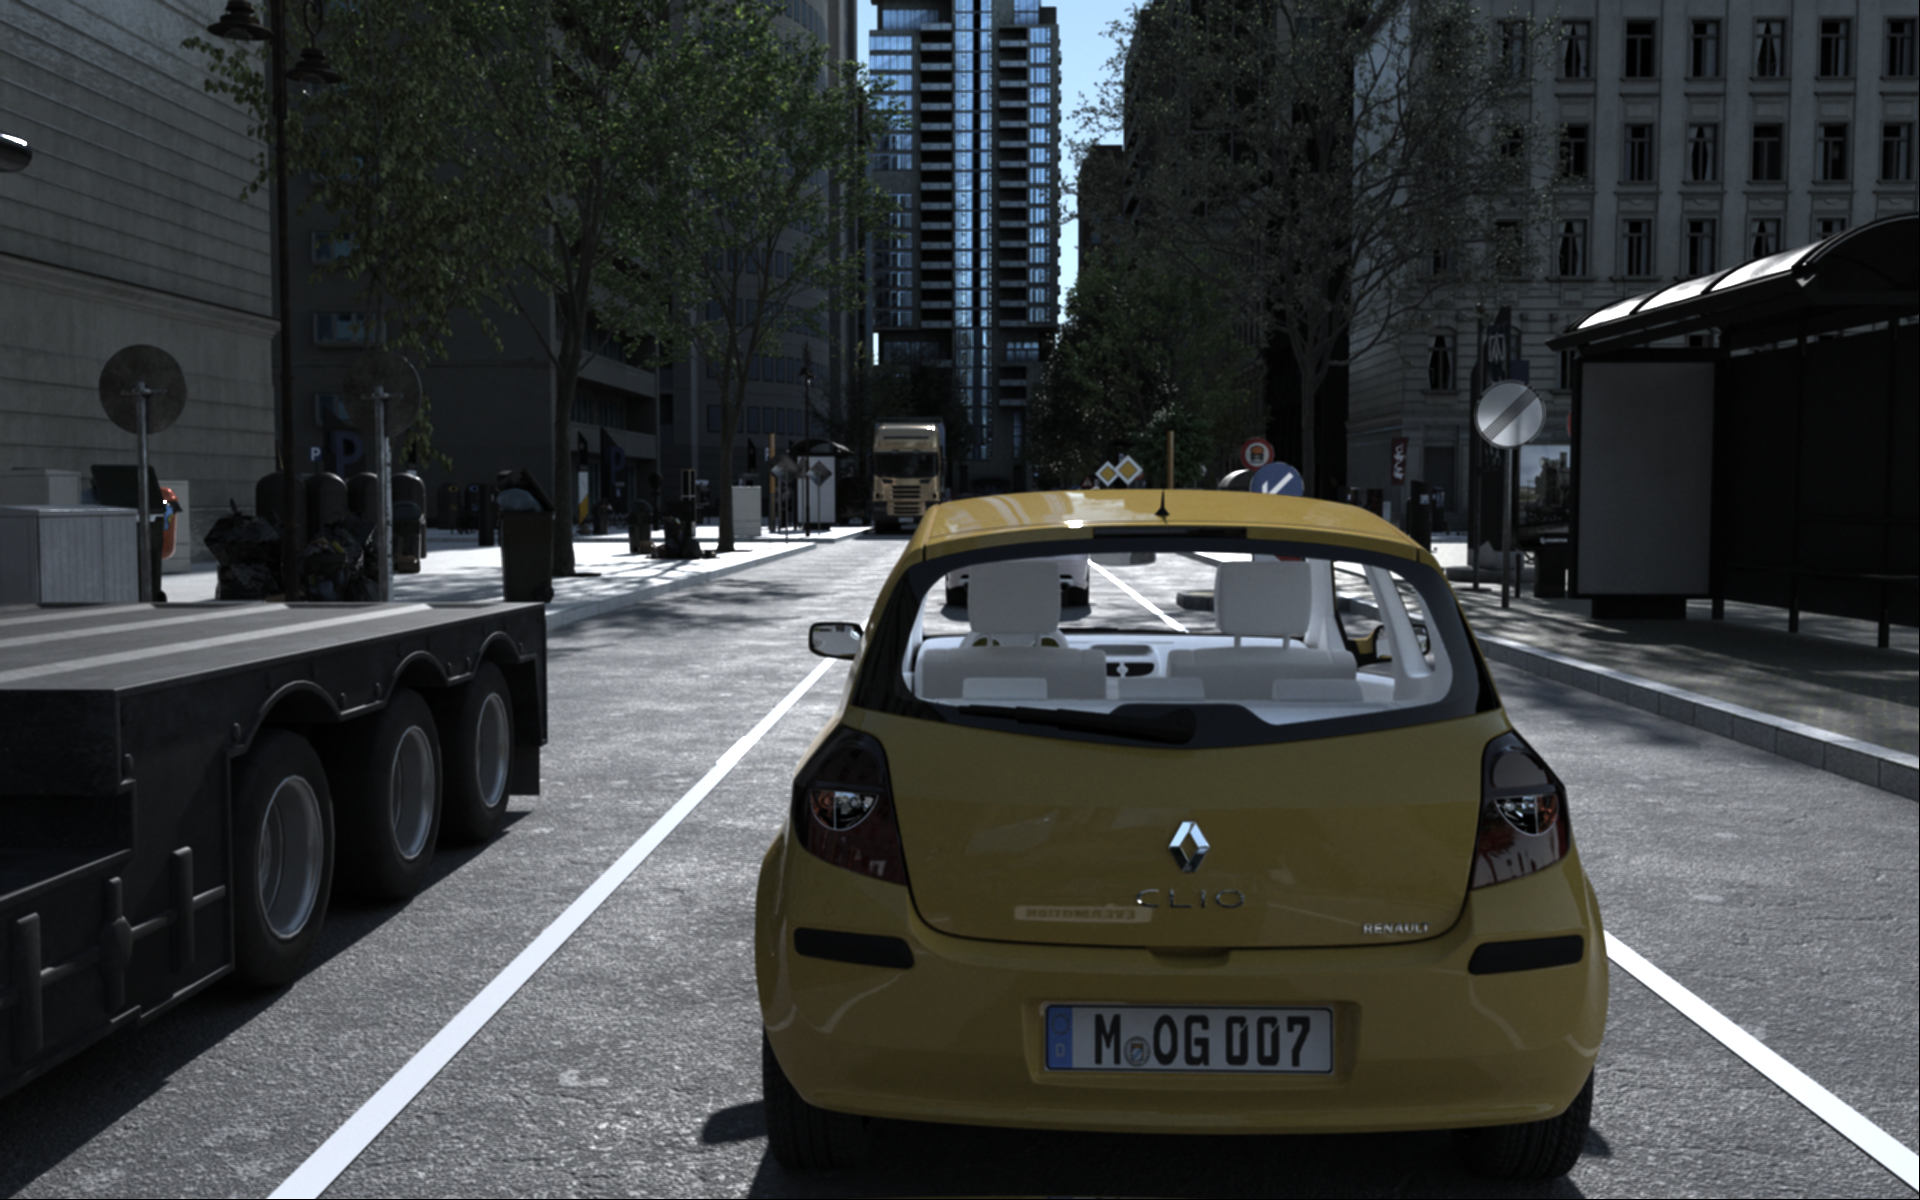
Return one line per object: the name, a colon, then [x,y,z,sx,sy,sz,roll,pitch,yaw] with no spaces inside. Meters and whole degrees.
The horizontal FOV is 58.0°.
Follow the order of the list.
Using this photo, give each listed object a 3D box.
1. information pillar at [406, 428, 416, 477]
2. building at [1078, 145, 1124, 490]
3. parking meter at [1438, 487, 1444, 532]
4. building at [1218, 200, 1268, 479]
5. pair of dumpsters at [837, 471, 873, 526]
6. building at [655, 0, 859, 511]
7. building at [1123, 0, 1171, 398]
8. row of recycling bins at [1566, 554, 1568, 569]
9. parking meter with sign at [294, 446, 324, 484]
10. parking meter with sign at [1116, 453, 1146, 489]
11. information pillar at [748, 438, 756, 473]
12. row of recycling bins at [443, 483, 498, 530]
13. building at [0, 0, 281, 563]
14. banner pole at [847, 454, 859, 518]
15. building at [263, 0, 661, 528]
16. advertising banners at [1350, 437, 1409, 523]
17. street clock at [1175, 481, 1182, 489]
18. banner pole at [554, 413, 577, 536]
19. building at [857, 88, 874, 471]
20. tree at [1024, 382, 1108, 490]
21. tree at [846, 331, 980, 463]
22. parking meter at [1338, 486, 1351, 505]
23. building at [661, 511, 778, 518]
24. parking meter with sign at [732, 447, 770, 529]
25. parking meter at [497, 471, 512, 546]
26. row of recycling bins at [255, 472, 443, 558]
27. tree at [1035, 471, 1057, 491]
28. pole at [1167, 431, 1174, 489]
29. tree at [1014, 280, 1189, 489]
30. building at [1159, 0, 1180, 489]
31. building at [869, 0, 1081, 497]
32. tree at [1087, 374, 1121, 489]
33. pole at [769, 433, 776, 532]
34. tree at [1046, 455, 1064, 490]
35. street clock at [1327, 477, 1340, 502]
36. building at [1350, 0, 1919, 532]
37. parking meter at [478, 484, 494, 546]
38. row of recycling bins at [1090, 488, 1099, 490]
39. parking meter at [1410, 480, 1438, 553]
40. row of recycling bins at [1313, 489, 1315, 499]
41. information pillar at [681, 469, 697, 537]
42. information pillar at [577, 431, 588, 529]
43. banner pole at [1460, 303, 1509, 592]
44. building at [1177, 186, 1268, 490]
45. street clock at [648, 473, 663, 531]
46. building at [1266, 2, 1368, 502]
information pillar: [-19.130,-4.222,60.381,0.183,3.616,0.504,1,4,17]
building: [22.655,-35.170,225.141,14.200,45.320,14.600,0,4,1]
parking meter: [16.000,-3.031,57.960,0.372,1.533,0.369,0,3,0]
building: [20.753,-14.283,98.159,10.561,19.102,19.286,0,4,1]
pair of dumpsters: [-4.353,-4.261,72.156,1.574,2.255,4.437,0,4,1]
building: [-21.372,-38.154,165.809,21.231,58.520,28.212,0,4,1]
building: [27.215,-33.286,167.924,21.300,48.544,21.600,0,4,1]
row of recycling bins: [11.303,-1.311,28.547,1.069,1.692,3.534,-1,4,-23]
parking meter with sign: [-23.805,-4.064,62.715,0.543,3.016,1.738,1,4,16]
parking meter with sign: [7.460,-4.684,72.849,1.738,3.016,0.543,3,4,37]
information pillar: [-8.710,-4.962,72.482,0.183,3.616,0.504,2,4,26]
row of recycling bins: [-17.203,-3.420,63.032,3.534,1.692,1.069,-1,4,-11]
building: [-35.714,-15.358,27.521,44.131,29.872,17.030,0,4,1]
banner pole: [-5.792,-6.391,94.516,0.863,3.779,0.401,-1,4,-12]
building: [-25.787,-27.577,74.581,21.300,48.544,21.600,0,4,1]
advertising banners: [12.870,-3.525,53.818,2.074,3.025,0.090,1,4,22]
street clock: [9.485,-4.321,75.211,0.471,2.002,0.358,-1,4,-20]
banner pole: [-12.146,-3.864,53.195,0.401,3.779,0.863,2,4,33]
building: [-16.966,-32.860,187.378,14.200,45.320,14.600,0,4,1]
tree: [8.969,-13.843,144.462,7.486,12.596,7.792,0,3,0]
tree: [-3.576,-13.486,130.862,12.009,13.543,11.850,0,3,0]
parking meter: [11.488,-2.654,51.808,0.372,1.533,0.369,0,3,0]
building: [-18.829,-34.555,106.979,21.231,58.520,28.212,0,4,1]
parking meter with sign: [-7.761,-4.116,63.552,1.738,3.016,0.543,-2,4,-32]
parking meter: [-11.245,-2.270,42.831,0.255,1.863,0.399,1,4,10]
row of recycling bins: [-11.859,-1.612,33.472,1.069,1.692,3.534,2,4,35]
tree: [10.255,-13.348,201.951,4.285,4.588,4.351,0,3,0]
pole: [6.784,-3.794,55.875,0.158,3.312,0.155,0,3,0]
tree: [7.559,-10.590,90.149,9.611,12.733,9.660,0,3,0]
building: [26.720,-43.265,145.636,20.563,71.187,20.611,0,4,1]
building: [0.148,-56.007,228.390,31.000,86.520,22.319,0,4,1]
tree: [8.521,-9.102,99.177,4.737,8.622,4.395,0,3,0]
pole: [-6.307,-3.936,58.201,0.158,3.312,0.155,0,3,0]
tree: [10.650,-15.043,196.316,4.360,8.622,3.978,0,3,0]
street clock: [15.688,-4.176,72.840,0.471,2.002,0.358,2,4,33]
building: [24.008,-13.074,62.917,18.267,20.994,9.793,0,4,1]
parking meter: [-11.689,-2.097,42.704,0.372,1.533,0.369,0,3,0]
row of recycling bins: [9.470,-6.605,115.100,1.069,1.692,3.534,2,4,27]
parking meter: [8.294,-1.393,31.184,0.372,1.533,0.369,0,3,0]
row of recycling bins: [11.448,-3.440,63.362,3.534,1.692,1.069,-2,4,-23]
information pillar: [-8.074,-2.878,51.555,0.304,2.012,0.304,2,4,26]
information pillar: [-14.062,-4.477,64.560,0.183,3.616,0.504,2,4,26]
banner pole: [6.901,-1.995,22.632,0.401,3.779,0.863,-1,4,-15]
building: [20.223,-16.411,117.479,9.793,20.994,18.267,0,4,1]
street clock: [-10.623,-3.420,60.490,0.471,2.002,0.358,0,4,-1]
building: [21.671,-15.339,80.478,12.332,23.373,15.834,0,4,1]
